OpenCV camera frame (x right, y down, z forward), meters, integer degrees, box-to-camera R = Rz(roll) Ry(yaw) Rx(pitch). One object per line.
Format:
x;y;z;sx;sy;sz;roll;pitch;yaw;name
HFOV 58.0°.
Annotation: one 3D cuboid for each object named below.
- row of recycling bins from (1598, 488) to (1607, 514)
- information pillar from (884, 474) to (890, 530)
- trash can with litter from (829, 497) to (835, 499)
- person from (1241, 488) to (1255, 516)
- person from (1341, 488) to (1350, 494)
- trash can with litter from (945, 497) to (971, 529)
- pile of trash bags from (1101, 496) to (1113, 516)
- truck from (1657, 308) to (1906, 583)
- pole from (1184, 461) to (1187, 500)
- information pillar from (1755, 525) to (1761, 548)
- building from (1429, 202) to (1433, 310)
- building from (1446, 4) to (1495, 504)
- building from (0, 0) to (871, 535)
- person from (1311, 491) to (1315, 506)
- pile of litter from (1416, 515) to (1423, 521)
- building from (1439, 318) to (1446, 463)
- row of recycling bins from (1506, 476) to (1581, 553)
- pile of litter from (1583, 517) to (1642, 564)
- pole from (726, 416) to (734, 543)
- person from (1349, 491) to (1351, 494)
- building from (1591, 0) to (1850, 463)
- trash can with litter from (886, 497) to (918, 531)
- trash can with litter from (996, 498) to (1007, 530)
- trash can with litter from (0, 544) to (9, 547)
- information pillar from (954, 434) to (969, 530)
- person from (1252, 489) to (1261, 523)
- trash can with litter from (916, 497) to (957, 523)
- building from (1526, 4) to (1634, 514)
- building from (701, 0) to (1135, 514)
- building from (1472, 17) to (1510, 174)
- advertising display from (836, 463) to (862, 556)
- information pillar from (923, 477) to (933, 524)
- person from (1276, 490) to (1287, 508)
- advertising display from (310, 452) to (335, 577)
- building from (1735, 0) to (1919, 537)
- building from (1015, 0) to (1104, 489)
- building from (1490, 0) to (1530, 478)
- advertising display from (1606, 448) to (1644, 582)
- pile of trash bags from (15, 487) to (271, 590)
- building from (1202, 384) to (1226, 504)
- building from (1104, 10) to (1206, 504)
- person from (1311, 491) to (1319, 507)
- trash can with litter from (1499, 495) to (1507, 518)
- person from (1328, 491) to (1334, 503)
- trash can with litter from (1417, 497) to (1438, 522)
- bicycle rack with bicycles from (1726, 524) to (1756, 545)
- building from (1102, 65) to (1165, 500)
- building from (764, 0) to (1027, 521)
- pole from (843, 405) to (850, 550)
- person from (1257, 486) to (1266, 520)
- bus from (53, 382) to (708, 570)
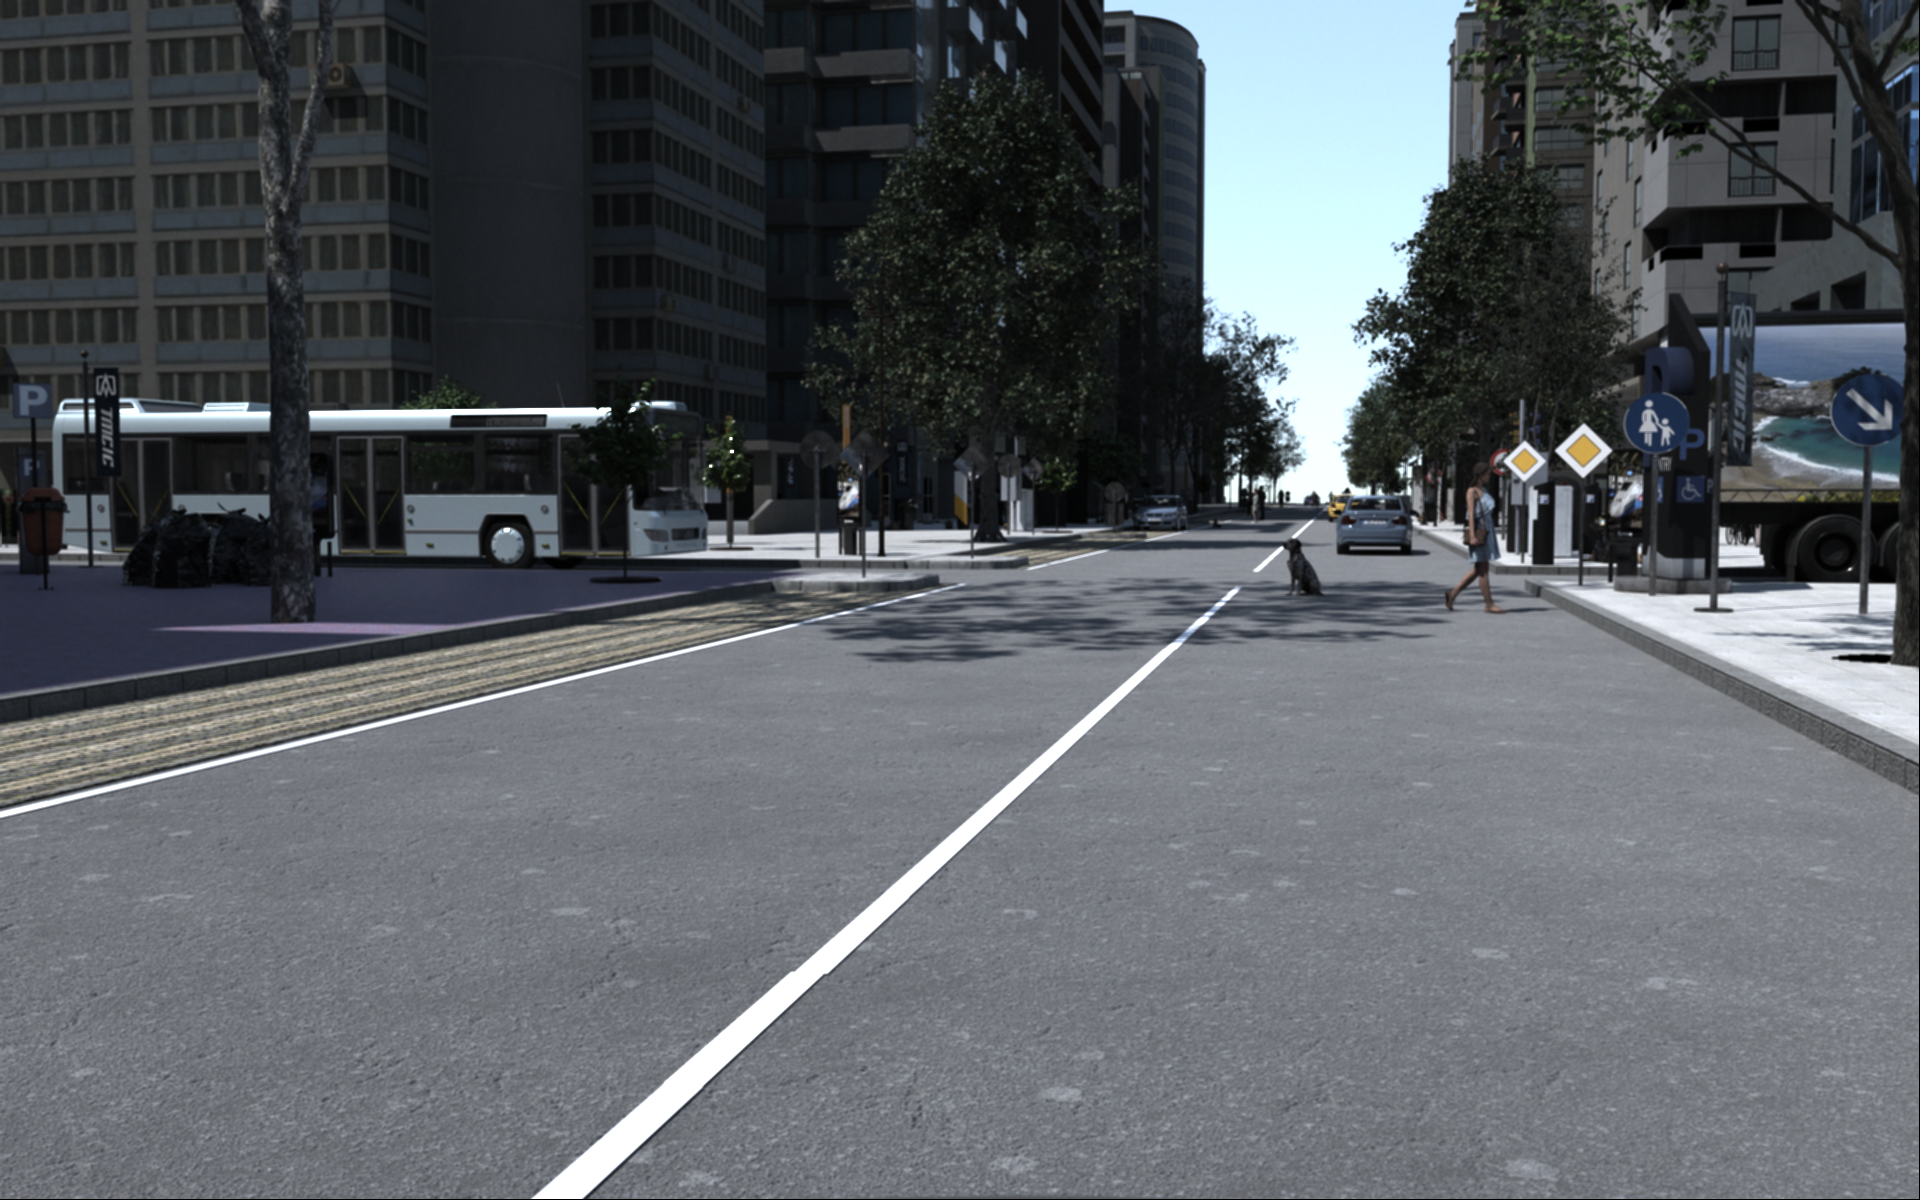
28.115;-4.343;78.124;3.534;1.692;1.069;2;4;32;row of recycling bins
-2.650;-3.516;61.973;0.304;2.012;0.304;0;4;-3;information pillar
-5.604;-3.999;76.763;0.624;1.170;1.055;1;4;11;trash can with litter
18.738;-6.304;111.584;1.348;1.823;0.705;0;3;0;person
21.604;-5.410;97.226;0.793;1.790;0.793;-3;5;-39;person
-0.113;-3.178;63.342;1.055;1.170;0.624;0;4;1;trash can with litter
8.577;-5.611;101.497;1.912;1.369;3.447;0;4;-6;pile of trash bags
16.912;-2.315;26.761;11.283;4.237;2.839;1;4;14;truck
14.031;-6.956;107.580;0.158;3.312;0.155;0;3;0;pole
19.320;-2.269;41.588;0.304;2.012;0.304;0;4;7;information pillar
74.863;-36.671;249.677;14.600;45.320;14.200;1;4;12;building
70.607;-41.016;212.610;21.231;58.520;28.212;1;4;12;building
-20.686;-22.705;63.108;32.217;40.220;23.993;1;4;12;building
43.636;-12.576;214.097;1.348;1.826;0.705;3;5;43;person
22.778;-4.290;84.098;1.719;0.858;1.176;-1;4;-19;pile of litter
71.435;-33.722;234.942;14.154;41.232;14.086;1;4;12;building
13.183;-1.962;39.198;1.069;1.692;3.534;2;4;34;row of recycling bins
12.336;-1.138;32.575;1.176;0.858;1.719;1;4;8;pile of litter
-6.025;-3.149;45.337;0.158;3.312;0.155;0;3;0;pole
35.012;-8.975;156.037;0.742;1.727;0.445;-1;4;-18;person
46.475;-30.198;82.972;28.713;52.752;27.495;1;4;12;building
-2.045;-3.031;60.952;1.055;1.170;0.624;-2;4;-31;trash can with litter
1.980;-3.047;61.200;1.055;1.170;0.624;1;4;21;trash can with litter
-23.719;-1.858;41.436;1.678;1.210;2.233;0;4;-6;trash can with litter
0.046;-4.317;61.930;0.504;3.616;0.183;1;4;23;information pillar
14.525;-4.622;85.080;0.522;1.701;0.512;0;4;-3;person
-1.111;-4.000;76.460;2.233;1.210;1.678;2;4;28;trash can with litter
45.750;-26.578;118.150;14.154;41.232;14.086;1;4;12;building
-1.847;-27.753;145.644;32.217;40.220;23.993;1;4;12;building
54.941;-31.222;160.585;14.600;45.320;14.200;1;4;12;building
-2.302;-1.905;36.356;0.123;1.923;0.974;-2;4;-33;advertising display
-1.373;-4.238;73.785;0.304;2.012;0.304;2;4;35;information pillar
33.654;-10.587;181.224;1.348;1.869;0.705;3;5;44;person
-10.169;-1.334;27.025;0.974;1.923;0.123;2;4;24;advertising display
38.488;-44.778;44.789;31.000;86.520;22.319;1;4;12;building
-1.907;-30.483;122.105;21.300;48.544;21.600;1;4;12;building
54.363;-29.608;138.721;22.147;44.769;28.867;1;4;12;building
9.530;-1.192;24.699;0.123;1.923;0.974;-1;4;-10;advertising display
-11.210;-0.882;24.177;3.447;1.369;1.912;-2;4;-31;pile of trash bags
22.736;-24.443;244.686;27.650;21.520;28.899;1;4;12;building
18.574;-41.146;214.737;21.231;58.520;28.212;1;4;12;building
39.624;-11.261;193.172;0.990;1.755;0.434;0;4;-2;person
28.758;-4.924;91.566;1.678;1.210;2.233;-2;4;-33;trash can with litter
46.366;-12.704;216.290;1.350;1.814;0.705;-2;4;-34;person
21.333;-4.128;78.881;1.055;1.170;0.624;-3;5;-40;trash can with litter
19.740;-1.923;44.819;2.925;0.926;2.852;-3;5;-43;bicycle rack with bicycles
11.313;-29.274;162.229;14.154;41.232;14.086;1;4;12;building
-8.662;-29.164;96.435;23.786;49.044;30.456;1;4;12;building
-2.598;-2.807;39.733;0.158;3.312;0.155;0;3;0;pole
16.550;-5.347;95.286;0.474;1.900;0.648;2;4;24;person
-10.614;-2.326;32.897;13.247;3.499;2.948;1;4;13;bus
